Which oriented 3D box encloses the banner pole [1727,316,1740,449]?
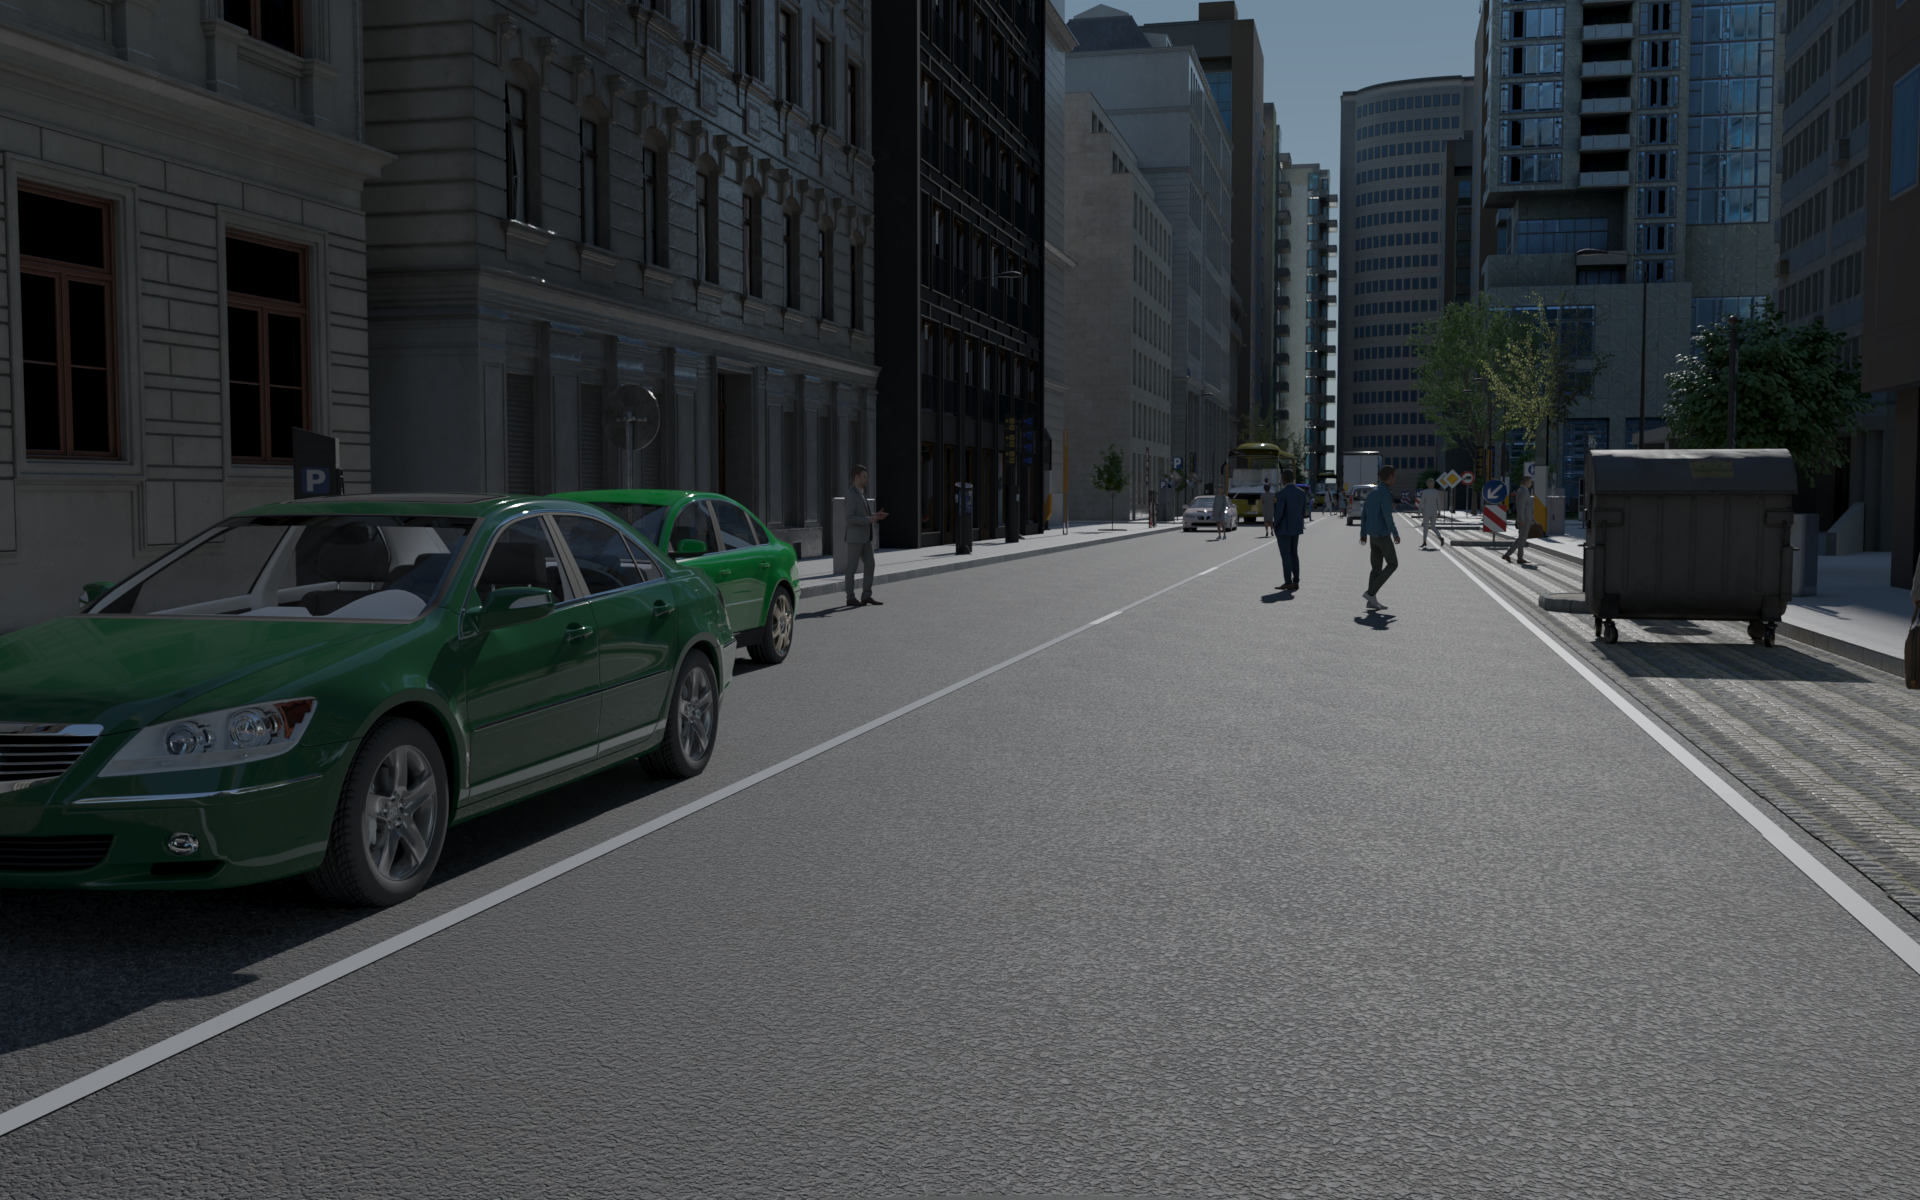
[{"bbox_3d":[10.981,-2.117,24.630,0.401,3.779,0.863,2,4,32],"label":"banner pole"}]

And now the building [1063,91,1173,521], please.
[{"bbox_3d":[5.032,-14.481,91.521,10.420,20.320,16.860,1,4,13],"label":"building"}]

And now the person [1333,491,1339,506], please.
[{"bbox_3d":[37.620,-10.011,172.900,1.217,1.735,0.721,-2,4,-28],"label":"person"}]

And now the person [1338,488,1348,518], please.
[{"bbox_3d":[22.844,-5.793,103.312,0.616,1.811,0.778,1,4,17],"label":"person"}]

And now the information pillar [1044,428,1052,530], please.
[{"bbox_3d":[3.090,-4.268,61.139,0.183,3.616,0.504,-2,4,-24],"label":"information pillar"}]

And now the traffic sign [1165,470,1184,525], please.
[{"bbox_3d":[8.982,-4.213,72.528,0.795,2.450,0.064,1,4,13],"label":"traffic sign"}]

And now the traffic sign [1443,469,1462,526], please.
[{"bbox_3d":[19.863,-4.053,69.903,0.795,2.450,0.064,1,4,13],"label":"traffic sign"}]

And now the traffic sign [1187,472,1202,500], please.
[{"bbox_3d":[10.847,-4.688,80.293,0.795,2.450,0.064,1,4,13],"label":"traffic sign"}]

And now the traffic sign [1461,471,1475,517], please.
[{"bbox_3d":[28.237,-5.889,96.398,0.768,2.556,0.104,1,4,17],"label":"traffic sign"}]

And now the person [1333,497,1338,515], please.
[{"bbox_3d":[25.818,-6.484,119.190,0.332,1.250,0.352,-1,4,-14],"label":"person"}]

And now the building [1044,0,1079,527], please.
[{"bbox_3d":[-7.864,-17.135,67.541,23.554,28.519,14.401,1,4,13],"label":"building"}]

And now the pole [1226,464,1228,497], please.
[{"bbox_3d":[18.396,-7.673,119.302,0.158,3.312,0.155,0,3,0],"label":"pole"}]

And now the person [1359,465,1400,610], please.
[{"bbox_3d":[5.166,-0.767,21.391,0.444,1.785,0.601,0,4,-7],"label":"person"}]

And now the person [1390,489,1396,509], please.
[{"bbox_3d":[31.875,-7.324,128.234,0.794,1.824,0.713,-2,4,-24],"label":"person"}]

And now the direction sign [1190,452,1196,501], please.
[{"bbox_3d":[12.591,-6.216,93.633,0.379,3.537,0.876,2,4,29],"label":"direction sign"}]

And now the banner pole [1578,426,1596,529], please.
[{"bbox_3d":[23.284,-4.535,64.166,0.863,3.779,0.401,-2,4,-34],"label":"banner pole"}]

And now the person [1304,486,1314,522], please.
[{"bbox_3d":[17.585,-4.854,87.842,0.713,1.824,0.794,-1,4,-21],"label":"person"}]

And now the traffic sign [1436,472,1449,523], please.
[{"bbox_3d":[21.728,-4.528,77.668,0.795,2.450,0.064,1,4,13],"label":"traffic sign"}]

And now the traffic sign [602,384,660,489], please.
[{"bbox_3d":[-3.834,-1.225,20.129,0.768,2.556,0.104,1,4,21],"label":"traffic sign"}]

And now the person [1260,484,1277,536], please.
[{"bbox_3d":[10.568,-3.066,58.988,0.716,1.782,0.532,0,4,3],"label":"person"}]

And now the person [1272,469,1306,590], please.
[{"bbox_3d":[4.946,-1.058,25.973,0.721,1.800,0.419,-3,5,-43],"label":"person"}]

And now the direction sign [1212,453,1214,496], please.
[{"bbox_3d":[13.843,-6.287,94.796,0.379,3.537,0.876,0,4,6],"label":"direction sign"}]

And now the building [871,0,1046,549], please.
[{"bbox_3d":[-5.118,-13.403,48.825,12.332,23.373,15.834,1,4,13],"label":"building"}]

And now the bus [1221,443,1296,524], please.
[{"bbox_3d":[15.187,-5.837,86.990,2.896,3.916,12.252,1,4,15],"label":"bus"}]

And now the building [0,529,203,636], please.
[{"bbox_3d":[-14.253,-10.745,11.845,11.583,22.565,21.152,1,4,13],"label":"building"}]

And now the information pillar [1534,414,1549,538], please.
[{"bbox_3d":[17.201,-3.661,51.218,0.183,3.616,0.504,-2,4,-24],"label":"information pillar"}]

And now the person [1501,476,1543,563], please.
[{"bbox_3d":[11.619,-1.654,35.669,0.853,1.813,0.709,0,4,8],"label":"person"}]

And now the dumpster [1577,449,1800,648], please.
[{"bbox_3d":[6.980,-0.519,16.708,1.865,1.857,1.264,1,4,15],"label":"dumpster"}]

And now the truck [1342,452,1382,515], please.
[{"bbox_3d":[28.138,-8.073,120.908,2.839,4.237,11.283,1,4,15],"label":"truck"}]

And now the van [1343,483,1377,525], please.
[{"bbox_3d":[19.029,-4.545,81.325,2.013,2.044,4.112,1,4,11],"label":"van"}]

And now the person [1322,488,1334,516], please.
[{"bbox_3d":[24.161,-6.441,113.695,0.514,1.842,0.818,-3,5,-43],"label":"person"}]

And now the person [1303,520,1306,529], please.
[{"bbox_3d":[13.787,-3.676,70.405,0.589,1.601,0.330,0,4,-5],"label":"person"}]

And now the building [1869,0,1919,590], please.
[{"bbox_3d":[17.721,-22.295,14.632,14.600,45.320,14.200,1,4,13],"label":"building"}]

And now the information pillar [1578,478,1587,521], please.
[{"bbox_3d":[29.186,-4.692,81.202,0.304,2.012,0.304,2,4,27],"label":"information pillar"}]

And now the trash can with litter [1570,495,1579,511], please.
[{"bbox_3d":[30.713,-4.684,87.636,2.233,1.210,1.678,1,4,20],"label":"trash can with litter"}]

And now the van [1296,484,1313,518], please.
[{"bbox_3d":[20.080,-6.109,104.272,2.240,2.365,5.245,1,4,15],"label":"van"}]

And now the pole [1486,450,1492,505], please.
[{"bbox_3d":[24.367,-5.254,79.743,0.158,3.312,0.155,0,3,0],"label":"pole"}]

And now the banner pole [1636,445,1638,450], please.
[{"bbox_3d":[30.415,-5.323,77.054,0.401,3.779,0.863,-3,5,-39],"label":"banner pole"}]

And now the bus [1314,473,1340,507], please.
[{"bbox_3d":[42.855,-12.873,202.020,2.896,3.916,12.252,1,4,13],"label":"bus"}]

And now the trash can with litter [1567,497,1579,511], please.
[{"bbox_3d":[36.037,-5.528,101.772,1.055,1.170,0.624,0,4,7],"label":"trash can with litter"}]

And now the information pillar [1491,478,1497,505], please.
[{"bbox_3d":[24.618,-4.623,80.081,0.304,2.012,0.304,-1,4,-10],"label":"information pillar"}]

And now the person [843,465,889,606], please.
[{"bbox_3d":[-1.219,-0.825,22.194,0.583,1.804,0.606,1,4,10],"label":"person"}]

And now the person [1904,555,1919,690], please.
[{"bbox_3d":[4.884,0.027,8.185,0.709,1.813,0.853,1,4,20],"label":"person"}]

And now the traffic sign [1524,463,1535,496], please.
[{"bbox_3d":[18.236,-3.239,55.085,0.606,2.300,0.079,1,4,18],"label":"traffic sign"}]

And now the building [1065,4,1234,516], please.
[{"bbox_3d":[11.109,-20.567,113.755,11.434,29.767,29.804,1,4,13],"label":"building"}]

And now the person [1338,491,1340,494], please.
[{"bbox_3d":[38.260,-10.101,174.469,0.721,1.723,1.217,0,4,-6],"label":"person"}]

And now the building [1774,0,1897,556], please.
[{"bbox_3d":[33.693,-21.269,39.622,32.217,40.220,23.993,1,4,13],"label":"building"}]

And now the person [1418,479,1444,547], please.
[{"bbox_3d":[12.604,-2.318,46.285,0.514,1.842,0.818,-2,4,-29],"label":"person"}]

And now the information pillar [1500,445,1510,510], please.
[{"bbox_3d":[26.079,-5.600,82.907,0.504,3.616,0.183,-2,4,-28],"label":"information pillar"}]

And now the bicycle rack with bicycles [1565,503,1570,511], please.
[{"bbox_3d":[37.101,-5.634,105.500,2.852,0.926,2.925,0,4,-5],"label":"bicycle rack with bicycles"}]

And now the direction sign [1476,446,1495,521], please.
[{"bbox_3d":[24.765,-5.487,81.711,0.876,3.537,0.379,2,4,32],"label":"direction sign"}]

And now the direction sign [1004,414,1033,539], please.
[{"bbox_3d":[1.666,-3.497,49.178,0.876,3.537,0.379,-1,4,-20],"label":"direction sign"}]

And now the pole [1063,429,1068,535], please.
[{"bbox_3d":[3.321,-3.710,54.504,0.158,3.312,0.155,0,3,0],"label":"pole"}]

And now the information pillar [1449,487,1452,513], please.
[{"bbox_3d":[34.075,-7.056,119.856,0.304,2.012,0.304,0,4,2],"label":"information pillar"}]

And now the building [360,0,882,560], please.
[{"bbox_3d":[-8.466,-11.117,30.911,9.793,20.994,18.267,1,4,13],"label":"building"}]

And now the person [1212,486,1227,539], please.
[{"bbox_3d":[8.257,-2.780,54.955,0.512,1.701,0.522,2,4,31],"label":"person"}]
